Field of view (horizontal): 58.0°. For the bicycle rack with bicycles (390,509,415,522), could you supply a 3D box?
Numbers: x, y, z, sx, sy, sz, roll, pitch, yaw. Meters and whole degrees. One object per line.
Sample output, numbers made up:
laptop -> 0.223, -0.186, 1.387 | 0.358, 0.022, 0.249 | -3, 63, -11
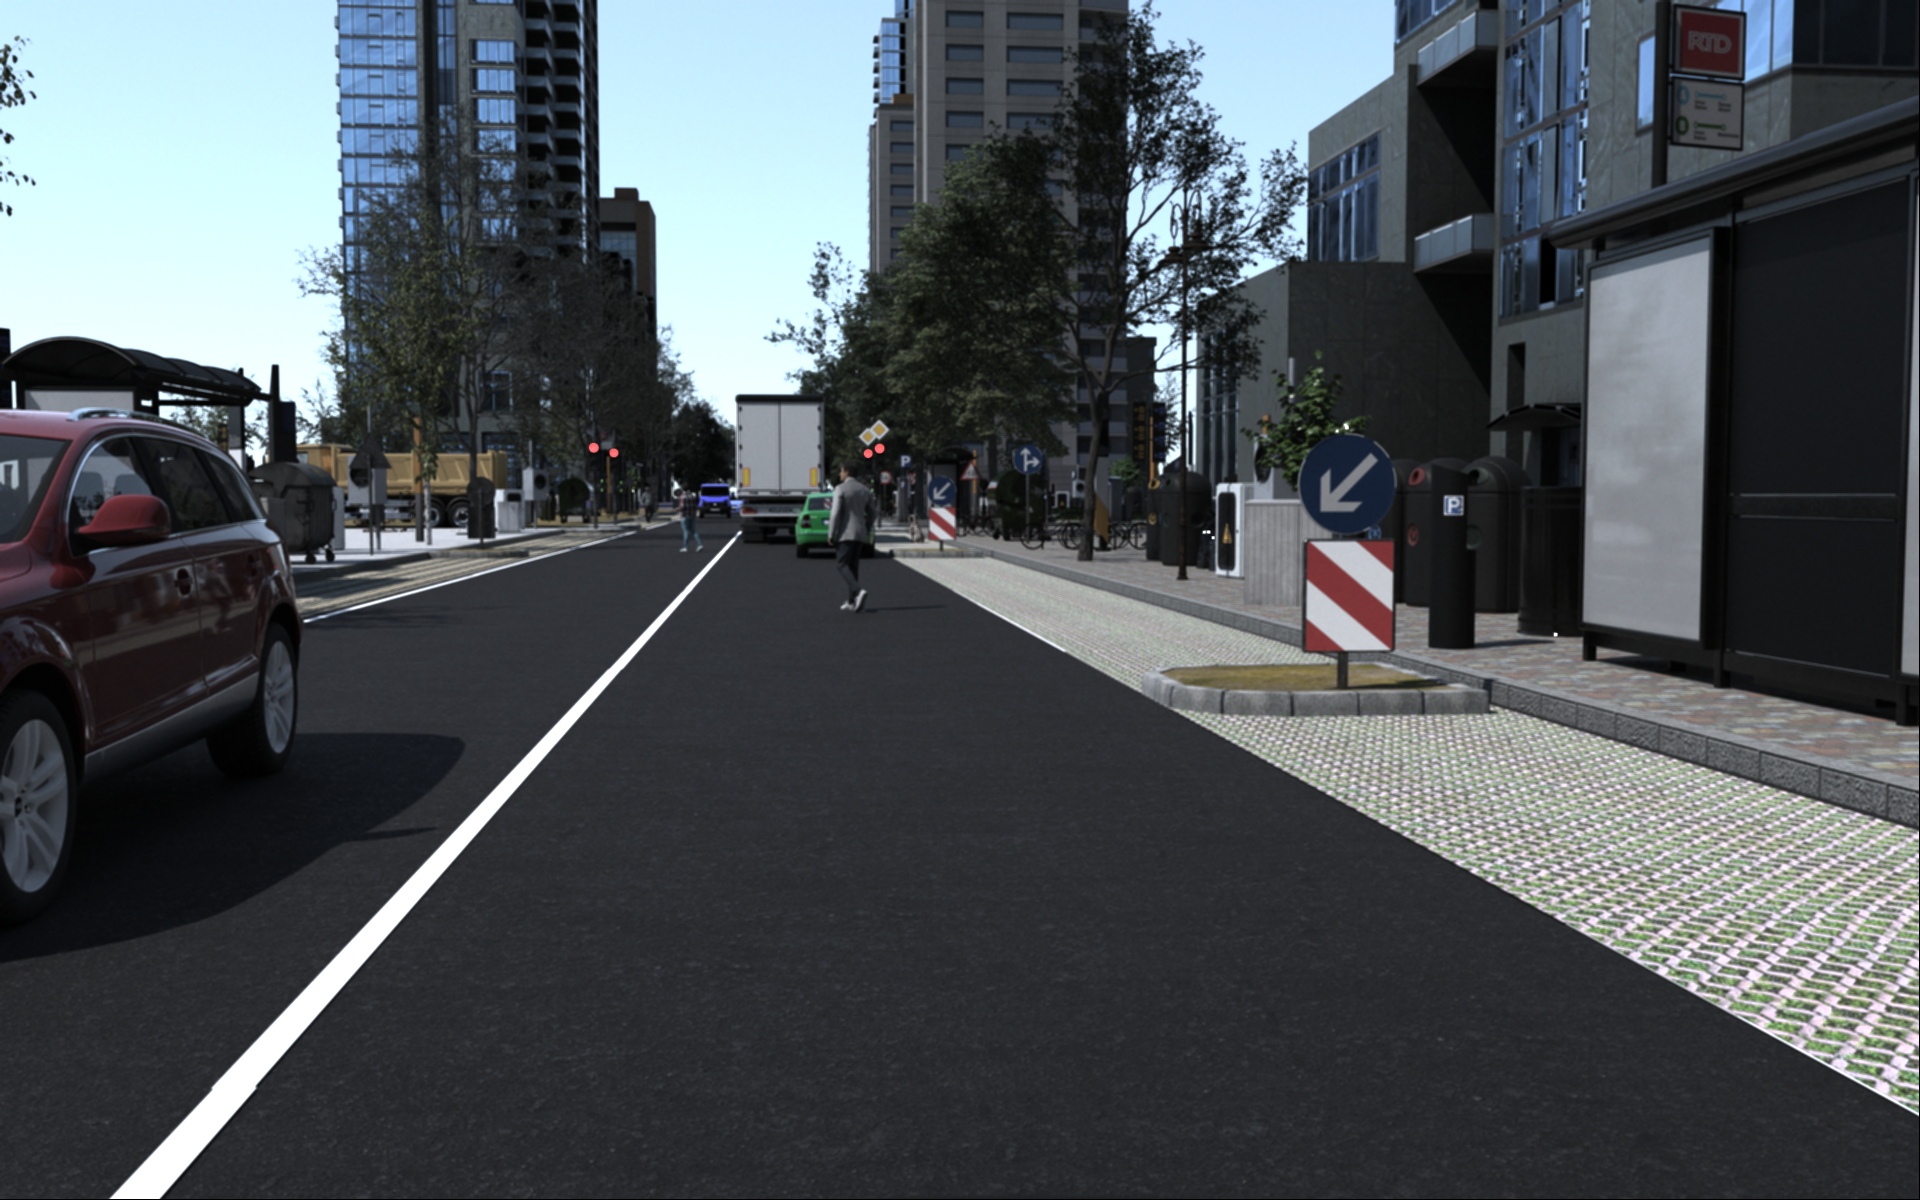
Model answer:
bicycle rack with bicycles -> -25.613, -4.167, 81.505 | 2.852, 0.926, 2.925 | 3, 4, 36

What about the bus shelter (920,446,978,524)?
bus shelter -> -0.515, -5.003, 75.715 | 2.014, 3.302, 5.546 | 0, 4, -6

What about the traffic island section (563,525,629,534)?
traffic island section -> -13.490, -2.553, 64.026 | 2.009, 0.180, 2.903 | 0, 4, -6

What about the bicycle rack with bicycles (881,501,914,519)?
bicycle rack with bicycles -> -2.596, -4.664, 89.637 | 2.852, 0.926, 2.925 | -2, 4, -31

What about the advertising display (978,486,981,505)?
advertising display -> 1.524, -7.985, 135.767 | 0.123, 1.923, 0.974 | 0, 4, 5

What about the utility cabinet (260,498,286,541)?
utility cabinet -> -11.591, -1.107, 29.255 | 0.306, 1.237, 1.020 | -2, 4, -28

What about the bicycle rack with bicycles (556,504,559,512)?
bicycle rack with bicycles -> -29.317, -6.567, 120.746 | 2.925, 0.926, 2.852 | 0, 4, 6

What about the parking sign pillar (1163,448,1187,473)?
parking sign pillar -> 12.759, -6.831, 100.163 | 1.447, 3.967, 1.447 | 1, 4, 20

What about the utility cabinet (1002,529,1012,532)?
utility cabinet -> 1.671, -2.943, 59.282 | 0.306, 1.237, 1.020 | 1, 4, 14

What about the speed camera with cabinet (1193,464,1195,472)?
speed camera with cabinet -> 16.052, -7.362, 114.701 | 0.660, 3.252, 2.038 | -2, 4, -30

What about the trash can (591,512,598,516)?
trash can -> -21.567, -5.508, 101.703 | 0.748, 1.137, 0.748 | 0, 3, 0

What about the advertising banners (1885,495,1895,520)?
advertising banners -> 8.200, -1.106, 14.266 | 0.090, 3.025, 2.074 | 0, 4, -3

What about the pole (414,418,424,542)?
pole -> -14.568, -3.228, 46.627 | 0.158, 3.312, 0.155 | 0, 3, 0

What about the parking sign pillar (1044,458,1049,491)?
parking sign pillar -> 6.263, -8.658, 130.026 | 1.447, 3.967, 1.447 | -1, 4, -18

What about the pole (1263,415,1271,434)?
pole -> 7.946, -3.126, 44.959 | 0.158, 3.312, 0.155 | 0, 3, 0

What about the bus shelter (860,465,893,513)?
bus shelter -> -5.772, -7.691, 119.678 | 2.014, 3.302, 5.546 | 0, 4, -6

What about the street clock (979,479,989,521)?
street clock -> 1.121, -4.690, 81.257 | 0.358, 2.002, 0.471 | -3, 4, -36

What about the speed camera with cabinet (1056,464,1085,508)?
speed camera with cabinet -> 7.157, -7.307, 113.809 | 2.038, 3.252, 0.660 | -1, 4, -15

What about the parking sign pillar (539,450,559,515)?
parking sign pillar -> -25.274, -7.188, 106.001 | 1.447, 3.967, 1.447 | 1, 4, 8

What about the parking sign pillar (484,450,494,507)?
parking sign pillar -> -29.125, -7.292, 107.701 | 1.447, 3.967, 1.447 | 0, 4, 7

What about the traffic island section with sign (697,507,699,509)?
traffic island section with sign -> -24.982, -9.959, 171.461 | 1.989, 1.847, 2.006 | 0, 4, -6

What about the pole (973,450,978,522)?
pole -> 0.710, -5.255, 79.755 | 0.158, 3.312, 0.155 | 0, 3, 0

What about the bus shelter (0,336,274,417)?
bus shelter -> -11.708, -1.900, 24.985 | 2.014, 3.302, 5.546 | 0, 4, -6

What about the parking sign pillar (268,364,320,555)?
parking sign pillar -> -14.368, -2.950, 36.697 | 1.447, 3.967, 1.447 | -2, 4, -26

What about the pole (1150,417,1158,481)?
pole -> 5.139, -3.187, 45.950 | 0.158, 3.312, 0.155 | 0, 3, 0

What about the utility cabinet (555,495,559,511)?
utility cabinet -> -31.182, -7.486, 133.553 | 1.020, 1.237, 0.306 | 2, 4, 25

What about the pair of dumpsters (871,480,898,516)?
pair of dumpsters -> -4.340, -6.030, 101.088 | 1.574, 2.255, 4.437 | 0, 4, -6

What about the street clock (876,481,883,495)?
street clock -> -4.455, -5.550, 95.319 | 0.471, 2.002, 0.358 | 0, 4, -1

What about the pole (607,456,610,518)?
pole -> -19.041, -6.115, 93.822 | 0.158, 3.312, 0.155 | 0, 3, 0

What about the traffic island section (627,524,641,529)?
traffic island section -> -14.338, -3.039, 71.966 | 2.009, 0.180, 2.903 | 0, 4, -6

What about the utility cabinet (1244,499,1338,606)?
utility cabinet -> 3.800, -0.535, 19.907 | 1.020, 1.237, 0.306 | 1, 4, 23

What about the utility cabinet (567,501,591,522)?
utility cabinet -> -17.242, -4.252, 78.192 | 1.173, 1.500, 0.318 | 1, 4, 18

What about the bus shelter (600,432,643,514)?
bus shelter -> -22.366, -8.369, 114.467 | 2.179, 5.291, 8.768 | 0, 4, -6

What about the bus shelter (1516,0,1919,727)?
bus shelter -> 5.741, -2.092, 11.830 | 2.179, 5.291, 8.768 | 0, 4, -6

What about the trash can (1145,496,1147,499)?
trash can -> 12.948, -6.503, 117.983 | 0.748, 1.137, 0.748 | 0, 3, 0

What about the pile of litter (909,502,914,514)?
pile of litter -> -2.958, -5.969, 111.550 | 1.176, 0.858, 1.719 | 0, 4, 1

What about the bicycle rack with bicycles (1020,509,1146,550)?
bicycle rack with bicycles -> 3.158, -1.664, 40.591 | 2.925, 0.926, 2.852 | 1, 4, 23

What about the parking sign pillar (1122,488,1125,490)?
parking sign pillar -> 13.567, -9.129, 137.728 | 1.447, 3.967, 1.447 | -1, 4, -9

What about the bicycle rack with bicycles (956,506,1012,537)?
bicycle rack with bicycles -> 1.084, -2.434, 53.182 | 2.925, 0.926, 2.852 | 0, 4, -5

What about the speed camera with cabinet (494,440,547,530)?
speed camera with cabinet -> -15.908, -4.182, 62.719 | 0.660, 3.252, 2.038 | 2, 4, 34

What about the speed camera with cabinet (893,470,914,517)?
speed camera with cabinet -> -3.284, -6.324, 97.740 | 0.660, 3.252, 2.038 | -1, 4, -14

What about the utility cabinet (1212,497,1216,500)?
utility cabinet -> 5.729, -1.690, 38.788 | 1.020, 1.237, 0.306 | 1, 4, 8

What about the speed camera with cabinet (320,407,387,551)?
speed camera with cabinet -> -14.055, -2.744, 39.206 | 2.038, 3.252, 0.660 | 1, 4, 11

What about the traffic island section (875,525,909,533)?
traffic island section -> -3.007, -2.621, 65.137 | 2.009, 0.180, 2.903 | 0, 4, -6

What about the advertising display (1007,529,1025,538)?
advertising display -> 1.646, -2.763, 50.384 | 0.123, 1.923, 0.974 | 2, 4, 35

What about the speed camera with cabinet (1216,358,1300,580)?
speed camera with cabinet -> 4.478, -1.929, 25.871 | 0.660, 3.252, 2.038 | -1, 4, -15
